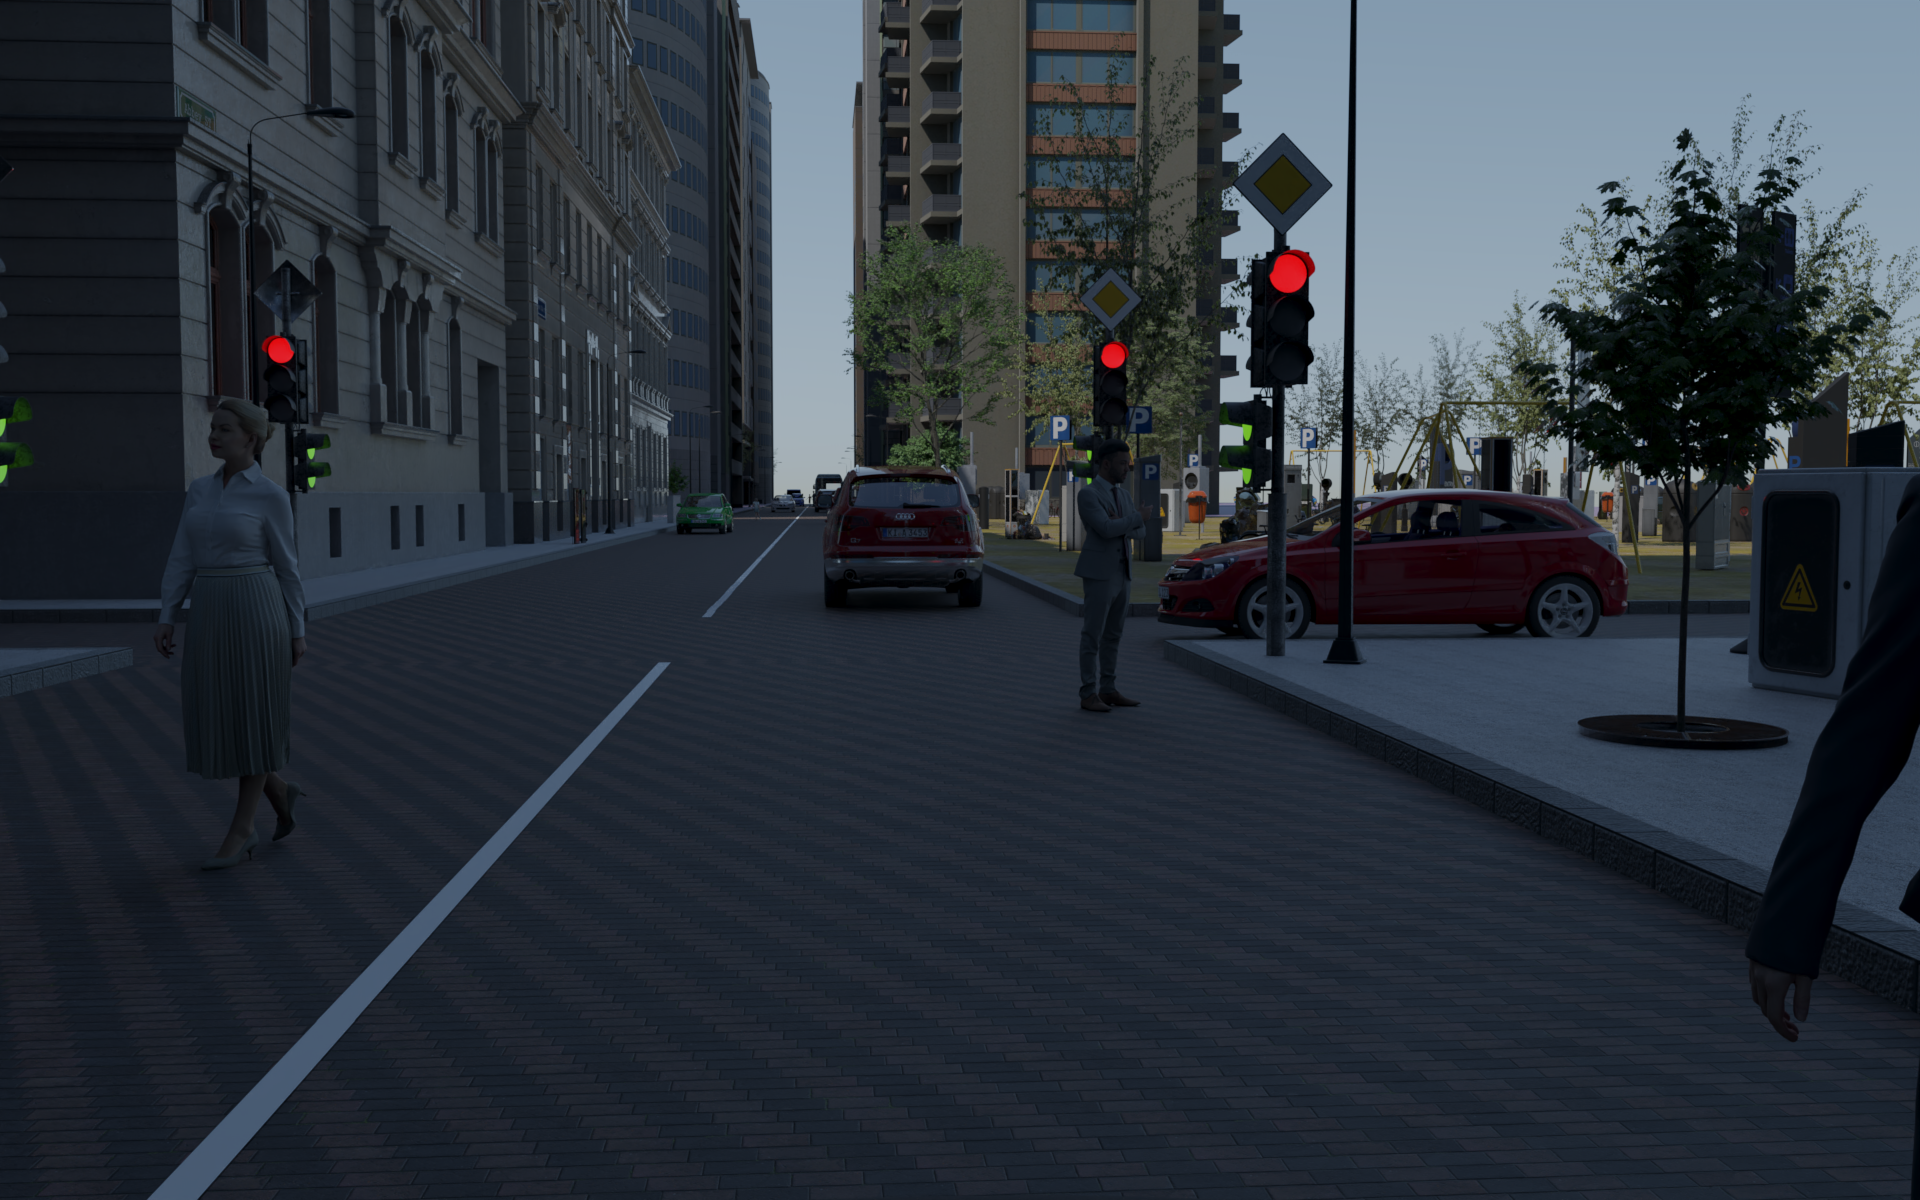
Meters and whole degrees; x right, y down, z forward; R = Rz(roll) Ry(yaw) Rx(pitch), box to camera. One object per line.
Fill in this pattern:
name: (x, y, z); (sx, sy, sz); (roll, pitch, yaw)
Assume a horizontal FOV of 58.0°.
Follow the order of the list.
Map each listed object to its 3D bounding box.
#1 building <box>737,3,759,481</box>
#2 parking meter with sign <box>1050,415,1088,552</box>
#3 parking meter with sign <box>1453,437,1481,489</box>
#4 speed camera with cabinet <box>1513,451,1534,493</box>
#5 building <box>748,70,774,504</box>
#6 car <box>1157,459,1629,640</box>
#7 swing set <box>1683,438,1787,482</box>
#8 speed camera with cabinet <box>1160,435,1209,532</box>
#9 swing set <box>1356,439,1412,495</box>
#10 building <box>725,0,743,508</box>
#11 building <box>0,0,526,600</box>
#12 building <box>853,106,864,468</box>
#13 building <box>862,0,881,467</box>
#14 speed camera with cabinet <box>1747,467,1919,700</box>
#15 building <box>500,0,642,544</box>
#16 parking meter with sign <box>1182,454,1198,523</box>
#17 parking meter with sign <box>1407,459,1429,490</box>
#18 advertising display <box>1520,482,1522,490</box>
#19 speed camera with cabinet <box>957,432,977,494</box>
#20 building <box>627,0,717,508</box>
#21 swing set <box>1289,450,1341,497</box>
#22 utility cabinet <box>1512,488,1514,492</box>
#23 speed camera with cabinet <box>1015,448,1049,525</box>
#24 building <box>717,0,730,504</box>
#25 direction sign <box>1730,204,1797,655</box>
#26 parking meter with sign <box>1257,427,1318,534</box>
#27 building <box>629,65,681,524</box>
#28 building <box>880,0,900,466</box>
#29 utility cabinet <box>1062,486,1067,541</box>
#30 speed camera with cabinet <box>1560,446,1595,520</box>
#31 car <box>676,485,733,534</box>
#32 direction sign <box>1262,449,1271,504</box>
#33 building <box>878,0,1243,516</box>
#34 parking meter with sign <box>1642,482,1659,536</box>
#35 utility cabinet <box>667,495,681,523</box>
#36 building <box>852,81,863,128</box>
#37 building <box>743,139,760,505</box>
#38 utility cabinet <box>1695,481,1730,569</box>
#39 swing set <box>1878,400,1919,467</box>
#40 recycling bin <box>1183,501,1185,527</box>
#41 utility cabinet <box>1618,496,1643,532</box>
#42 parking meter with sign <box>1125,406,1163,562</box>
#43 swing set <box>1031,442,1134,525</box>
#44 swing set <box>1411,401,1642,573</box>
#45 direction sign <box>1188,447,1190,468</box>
building: (-36.854, -36.806, 191.023); (28.713, 52.752, 27.495); (0, 4, -5)
parking meter with sign: (2.783, -2.622, 39.133); (0.543, 3.016, 1.738); (3, 5, 41)
parking meter with sign: (15.675, -3.525, 53.898); (0.543, 3.016, 1.738); (0, 4, -6)
speed camera with cabinet: (26.008, -5.212, 79.547); (2.038, 3.252, 0.660); (-3, 5, -42)
building: (-36.164, -42.288, 233.411); (21.231, 58.520, 28.212); (0, 4, -5)
car: (4.172, -0.484, 16.950); (4.494, 1.783, 2.155); (0, 4, -3)
swing set: (22.637, -3.202, 49.969); (2.862, 2.851, 3.119); (0, 4, -5)
speed camera with cabinet: (7.387, -3.909, 58.240); (0.660, 3.252, 2.038); (-3, 5, -45)
swing set: (9.183, -2.197, 33.538); (2.862, 2.851, 3.119); (1, 4, 9)
building: (-29.938, -32.085, 148.285); (21.300, 48.544, 21.600); (0, 4, -5)
building: (-16.457, -14.891, 30.865); (14.401, 28.519, 23.554); (0, 4, -5)
building: (-5.060, -33.434, 196.763); (14.600, 45.320, 14.200); (0, 4, -5)
building: (1.652, -37.676, 157.995); (21.231, 58.520, 28.212); (0, 4, -5)
speed camera with cabinet: (5.778, -0.991, 10.534); (0.660, 3.252, 2.038); (-1, 4, -17)
building: (-17.539, -15.781, 55.291); (12.463, 27.353, 25.104); (0, 4, -5)
parking meter with sign: (9.982, -4.894, 76.273); (0.543, 3.016, 1.738); (-1, 4, -12)
parking meter with sign: (22.454, -5.506, 86.278); (1.738, 3.016, 0.543); (-2, 4, -25)
advertising display: (29.280, -5.187, 90.027); (0.123, 1.923, 0.974); (0, 4, -1)
speed camera with cabinet: (0.124, -3.770, 55.975); (0.660, 3.252, 2.038); (0, 4, -6)
building: (-26.481, -34.610, 107.880); (21.231, 58.520, 28.212); (0, 4, -5)
swing set: (13.322, -3.919, 61.703); (3.119, 2.851, 2.862); (0, 4, -2)
utility cabinet: (20.781, -3.570, 67.054); (1.173, 1.500, 0.318); (0, 4, 7)
speed camera with cabinet: (2.954, -4.833, 73.352); (0.660, 3.252, 2.038); (-2, 4, -34)
building: (-24.960, -27.340, 130.600); (14.154, 41.232, 14.086); (0, 4, -5)
direction sign: (6.418, -1.338, 13.869); (0.876, 3.537, 0.379); (-3, 4, -38)
parking meter with sign: (8.486, -2.983, 45.040); (1.738, 3.016, 0.543); (-2, 4, -35)
building: (-19.237, -14.820, 78.459); (11.583, 22.565, 21.152); (0, 4, -5)
building: (0.710, -27.678, 136.132); (14.154, 41.232, 14.086); (0, 4, -5)
utility cabinet: (3.308, -2.301, 46.295); (1.173, 1.500, 0.318); (1, 4, 15)
speed camera with cabinet: (25.614, -4.740, 71.842); (2.038, 3.252, 0.660); (-3, 5, -45)
car: (-9.324, -3.339, 63.391); (1.959, 1.807, 4.718); (0, 4, -3)
direction sign: (15.298, -5.832, 87.353); (0.379, 3.537, 0.876); (-3, 5, -45)
building: (5.909, -28.106, 114.154); (22.147, 44.769, 28.867); (0, 4, -5)
parking meter with sign: (21.179, -3.479, 53.148); (0.543, 3.016, 1.738); (1, 4, 22)
utility cabinet: (-12.689, -4.013, 76.770); (0.306, 1.237, 1.020); (1, 4, 10)
building: (1.132, -38.475, 218.307); (28.713, 52.752, 27.495); (0, 4, -5)
building: (-32.063, -34.419, 212.867); (14.600, 45.320, 14.200); (0, 4, -5)
utility cabinet: (12.846, -1.274, 29.509); (0.318, 1.500, 1.173); (2, 4, 35)
swing set: (17.042, -1.936, 29.278); (3.119, 2.851, 2.862); (-1, 4, -12)
recycling bin: (8.156, -3.304, 66.581); (0.722, 1.027, 0.722); (-3, 5, -41)
utility cabinet: (22.957, -2.927, 59.024); (1.020, 1.237, 0.306); (-1, 4, -14)
parking meter with sign: (3.606, -2.282, 33.573); (0.543, 3.016, 1.738); (0, 4, -5)
swing set: (3.949, -3.360, 52.557); (2.862, 2.851, 3.119); (-3, 4, -38)
swing set: (9.656, -1.936, 29.274); (3.119, 2.851, 2.862); (0, 4, -3)
direction sign: (10.966, -5.572, 83.104); (0.379, 3.537, 0.876); (0, 4, 3)
